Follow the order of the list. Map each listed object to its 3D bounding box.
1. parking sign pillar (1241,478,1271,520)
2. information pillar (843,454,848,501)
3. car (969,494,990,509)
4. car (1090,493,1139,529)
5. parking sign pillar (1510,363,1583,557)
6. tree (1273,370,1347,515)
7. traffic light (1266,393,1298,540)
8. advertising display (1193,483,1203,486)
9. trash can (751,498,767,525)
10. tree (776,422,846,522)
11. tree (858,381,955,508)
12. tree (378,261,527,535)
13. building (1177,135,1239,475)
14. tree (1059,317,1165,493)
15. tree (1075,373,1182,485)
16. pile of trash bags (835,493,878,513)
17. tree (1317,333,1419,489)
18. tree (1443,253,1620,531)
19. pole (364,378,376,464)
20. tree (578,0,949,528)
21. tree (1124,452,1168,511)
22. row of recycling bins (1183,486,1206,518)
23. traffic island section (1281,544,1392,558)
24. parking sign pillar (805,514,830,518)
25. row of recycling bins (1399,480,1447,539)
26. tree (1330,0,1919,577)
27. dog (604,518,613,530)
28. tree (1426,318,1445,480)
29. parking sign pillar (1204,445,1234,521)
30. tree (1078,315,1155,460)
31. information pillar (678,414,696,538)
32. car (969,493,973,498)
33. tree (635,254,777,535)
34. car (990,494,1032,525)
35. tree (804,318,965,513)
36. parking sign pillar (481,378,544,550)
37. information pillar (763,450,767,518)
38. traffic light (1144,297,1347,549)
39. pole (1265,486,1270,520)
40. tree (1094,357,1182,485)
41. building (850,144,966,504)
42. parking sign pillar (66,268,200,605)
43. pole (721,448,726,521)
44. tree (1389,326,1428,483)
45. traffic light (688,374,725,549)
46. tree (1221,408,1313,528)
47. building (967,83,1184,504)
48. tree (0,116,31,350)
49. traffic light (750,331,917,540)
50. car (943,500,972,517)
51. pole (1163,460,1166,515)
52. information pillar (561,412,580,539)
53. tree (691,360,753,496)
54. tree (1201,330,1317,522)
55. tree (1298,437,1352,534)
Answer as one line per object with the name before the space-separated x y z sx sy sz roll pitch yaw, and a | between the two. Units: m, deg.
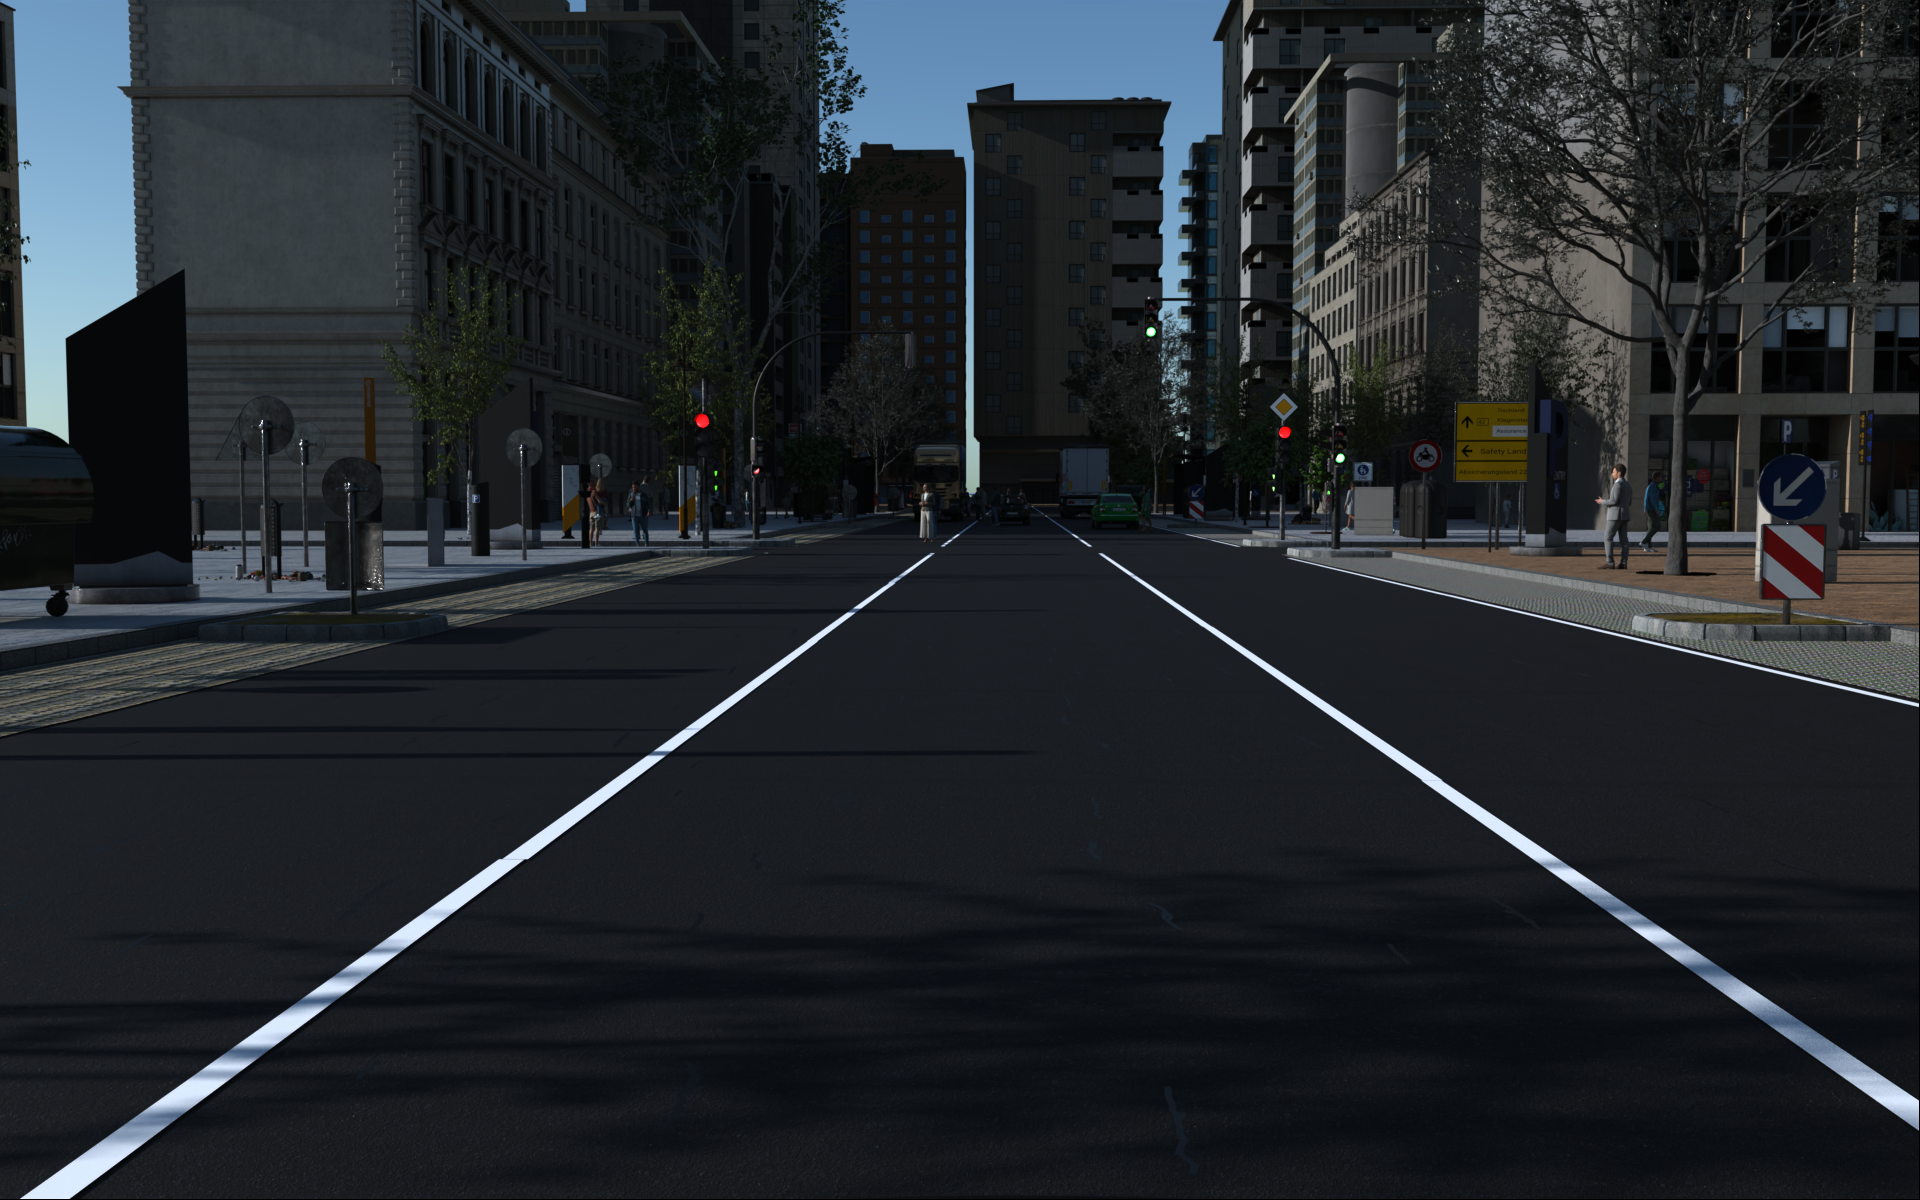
parking sign pillar | 14.655 -5.944 85.650 1.447 3.967 1.447 1 4 12
information pillar | -6.625 -6.676 100.504 0.183 3.616 0.504 2 4 23
car | 1.829 -9.447 166.263 2.131 1.459 4.920 0 4 3
car | 6.403 -3.854 71.817 1.959 1.807 4.718 0 4 1
parking sign pillar | 12.254 -2.913 36.107 1.447 3.967 1.447 3 4 38
tree | 20.558 -9.340 103.064 4.360 8.622 3.978 0 3 0
traffic light | 8.950 -3.620 48.114 0.839 4.253 0.868 0 4 2
advertising display | 13.702 -5.700 98.407 0.974 1.923 0.123 -1 4 -18
trash can | -8.366 -3.695 72.063 0.748 1.137 0.748 0 3 0
tree | -6.831 -5.847 79.314 4.285 4.588 4.351 0 3 0
tree | -5.327 -15.128 164.343 9.611 12.733 9.660 0 3 0
tree | -15.618 -6.351 54.206 4.737 8.622 4.395 0 3 0
building | 43.987 -37.230 228.321 30.456 49.044 23.786 0 4 2
tree | 15.148 -20.274 187.372 12.611 20.169 13.585 0 3 0
tree | 15.102 -14.761 158.345 9.611 12.733 9.660 0 3 0
pile of trash bags | -7.223 -6.516 116.287 3.447 1.369 1.912 0 4 -7
tree | 19.043 -7.937 80.137 4.737 8.622 4.395 0 3 0
tree | 18.200 -6.347 54.131 4.360 8.622 3.978 0 3 0
pole | -10.353 -2.238 30.439 0.158 3.312 0.155 0 3 0
tree | -7.266 -12.762 64.550 12.611 20.169 13.585 0 3 0
tree | 14.271 -9.109 132.648 4.285 4.588 4.351 0 3 0
row of recycling bins | 12.565 -5.070 90.003 1.069 1.692 3.534 -1 4 -13
traffic island section | 8.741 -1.099 40.246 2.009 0.180 2.903 0 4 2
parking sign pillar | -7.621 -6.400 93.120 1.447 3.967 1.447 2 4 29
row of recycling bins | 13.704 -2.712 51.454 1.069 1.692 3.534 0 4 5
tree | 11.498 -7.147 27.223 12.009 13.543 11.850 0 3 0
dog | -12.939 -2.743 62.584 0.550 0.427 0.748 -3 5 -41
tree | 19.311 -6.711 60.085 4.360 8.622 3.978 0 3 0
parking sign pillar | 12.499 -5.807 83.412 1.447 3.967 1.447 1 4 9
tree | 13.102 -12.518 115.038 12.009 13.543 11.850 0 3 0
information pillar | -7.969 -3.618 50.502 0.504 3.616 0.183 -1 4 -23
car | 1.330 -11.551 198.452 1.945 1.707 3.694 0 4 1
tree | -8.140 -6.347 54.133 4.737 8.622 4.395 0 3 0
car | 2.355 -4.322 80.454 2.009 1.686 4.222 0 3 0
tree | -5.635 -12.846 120.407 12.009 13.543 11.850 0 3 0
parking sign pillar | -10.508 -3.182 40.495 1.447 3.967 1.447 1 4 15
information pillar | -10.300 -6.116 91.358 0.183 3.616 0.504 0 4 -3
traffic light | 6.608 -3.999 40.057 4.771 5.953 1.251 0 4 2
pole | 15.048 -5.553 84.635 0.158 3.312 0.155 0 3 0
tree | 14.615 -13.714 142.345 7.486 12.596 7.792 0 3 0
building | -6.402 -35.133 224.539 14.200 45.320 14.600 0 4 2
parking sign pillar | -9.923 -1.971 20.704 1.447 3.967 1.447 -2 4 -24
pole | -10.524 -5.088 77.033 0.158 3.312 0.155 0 3 0
tree | 19.863 -7.477 72.606 4.360 8.622 3.978 0 3 0
traffic light | -5.953 -3.159 40.572 0.839 4.253 0.868 0 4 2
tree | 11.817 -5.037 66.075 4.285 4.588 4.351 0 3 0
building | 15.077 -39.235 230.734 27.495 52.752 28.713 0 4 2
tree | -17.256 -4.781 28.529 4.360 8.622 3.978 0 3 0
traffic light | -3.611 -4.517 48.524 4.771 5.953 1.251 0 4 2
car | -0.198 -6.107 111.847 2.014 1.417 4.499 0 4 1
pole | 12.246 -6.718 103.688 0.158 3.312 0.155 0 3 0
information pillar | -11.204 -3.572 49.760 0.504 3.616 0.183 -2 4 -27
tree | -13.338 -8.744 93.329 4.360 8.622 3.978 0 3 0
tree | 12.809 -7.861 78.894 4.737 8.622 4.395 0 3 0
tree | 11.729 -3.755 55.989 1.663 3.219 1.824 0 3 0
